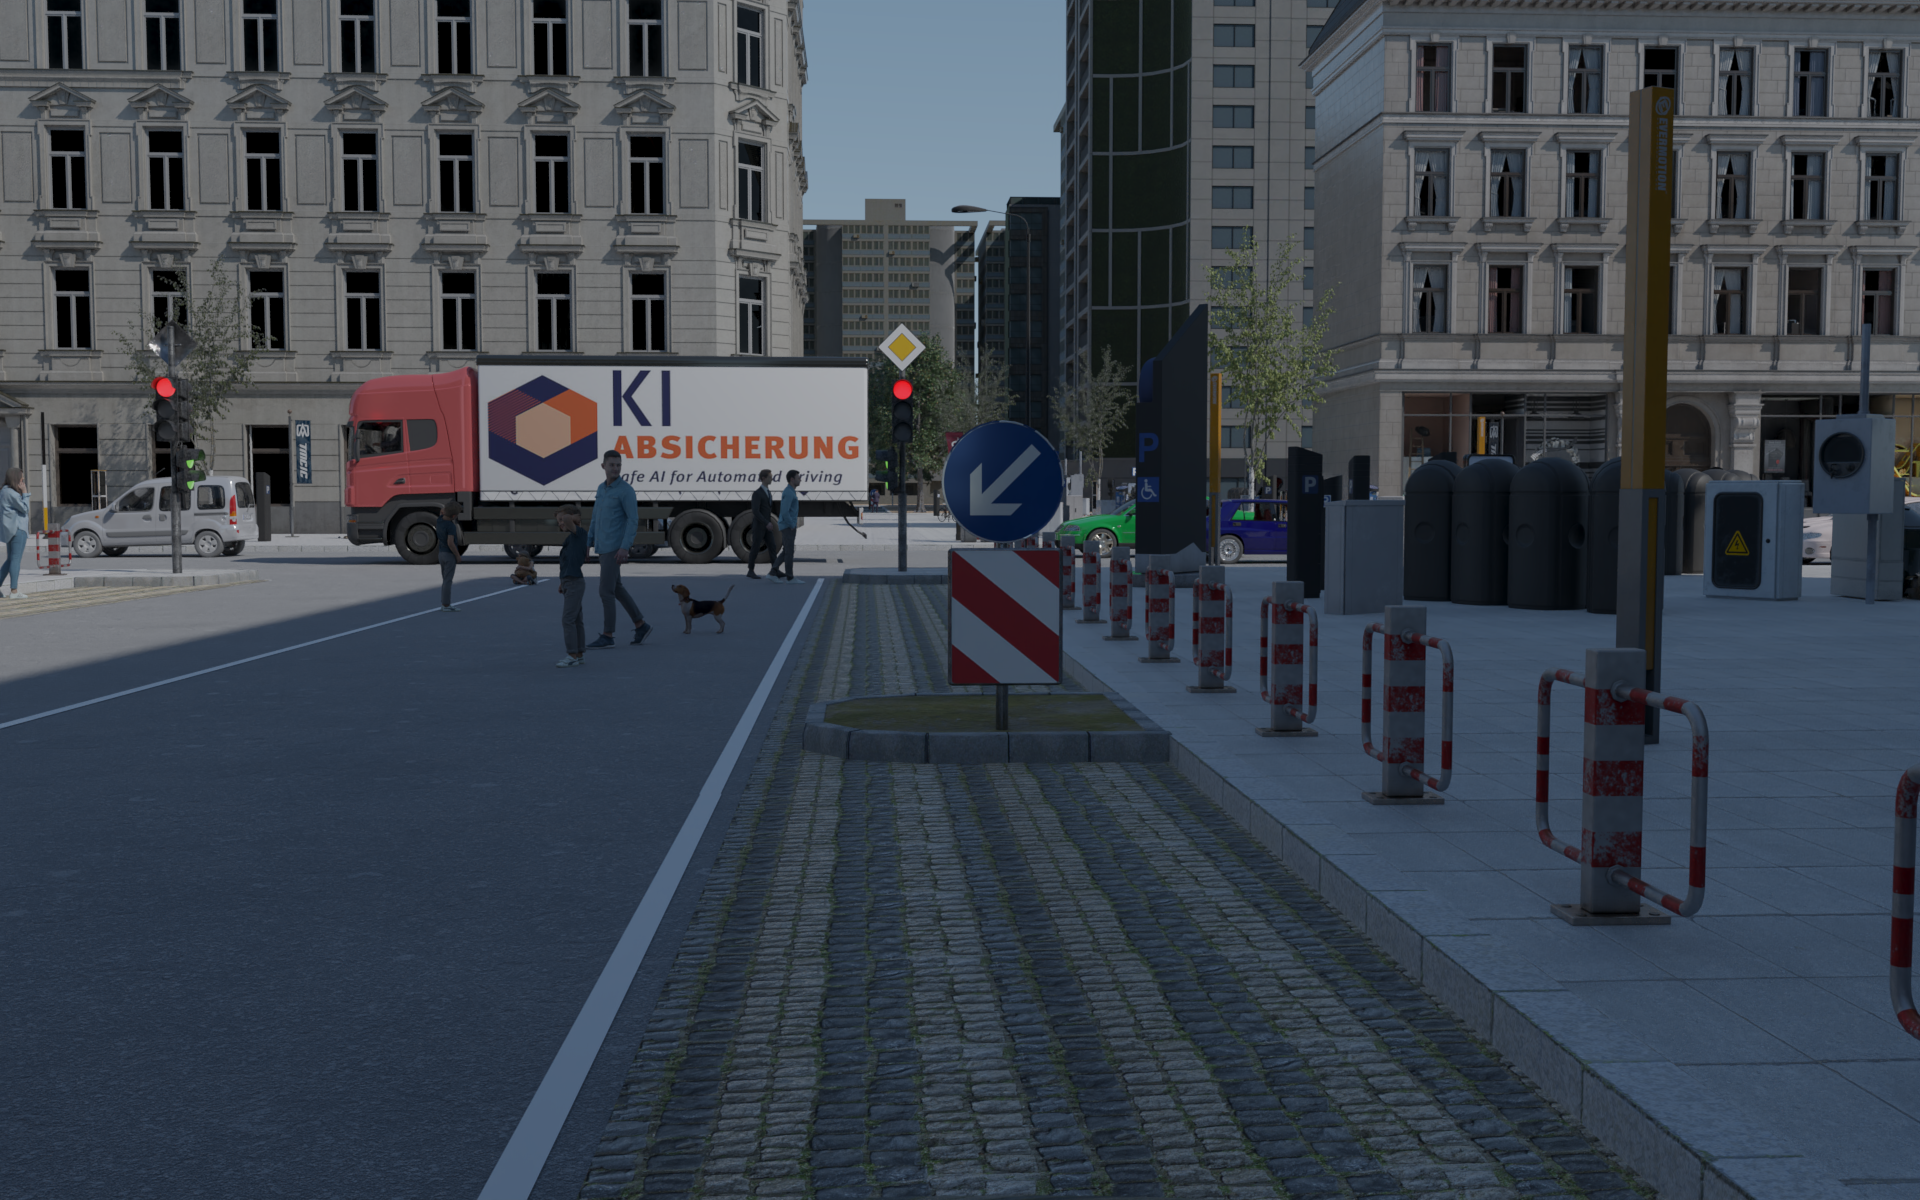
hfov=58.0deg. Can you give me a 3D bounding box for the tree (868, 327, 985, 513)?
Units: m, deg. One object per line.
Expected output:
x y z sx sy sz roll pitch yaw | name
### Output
-2.761 -12.368 119.218 9.611 12.733 9.660 0 3 0 | tree

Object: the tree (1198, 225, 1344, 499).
8.399 -5.994 48.362 4.737 8.622 4.395 0 3 0 | tree

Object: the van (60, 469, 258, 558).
-18.348 -1.997 39.659 4.112 2.044 2.013 0 4 -4 | van

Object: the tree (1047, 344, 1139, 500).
6.553 -8.211 84.613 4.360 8.622 3.978 0 3 0 | tree

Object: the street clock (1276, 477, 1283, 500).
13.721 -4.302 74.905 0.471 2.002 0.358 1 4 22 | street clock

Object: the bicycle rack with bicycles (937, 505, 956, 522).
0.700 -4.029 79.262 2.852 0.926 2.925 -2 4 -35 | bicycle rack with bicycles

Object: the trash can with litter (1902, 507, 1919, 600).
11.782 -0.607 21.318 0.624 1.170 1.055 0 4 -8 | trash can with litter

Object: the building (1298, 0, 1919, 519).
14.966 -12.880 61.493 40.483 20.767 10.553 0 4 -3 | building

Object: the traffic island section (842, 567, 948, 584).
-0.931 -0.393 28.713 2.009 0.180 2.903 0 4 -3 | traffic island section

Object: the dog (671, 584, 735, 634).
-2.643 0.090 17.823 0.406 0.507 0.540 2 4 33 | dog

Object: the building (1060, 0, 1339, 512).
16.906 -42.132 127.113 20.563 71.187 20.611 0 4 -3 | building

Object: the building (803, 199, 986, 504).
-9.961 -32.951 230.621 23.993 40.220 32.217 0 4 -3 | building

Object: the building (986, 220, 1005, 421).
14.561 -33.001 231.440 23.993 40.220 32.217 0 4 -3 | building

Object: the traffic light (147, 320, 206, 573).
-12.664 -2.387 27.945 0.839 4.253 0.868 0 4 -3 | traffic light

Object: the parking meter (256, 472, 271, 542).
-18.798 -2.510 46.758 0.255 1.863 0.399 0 4 -1 | parking meter

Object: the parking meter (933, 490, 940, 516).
-1.368 -5.657 100.899 0.372 1.533 0.369 0 3 0 | parking meter

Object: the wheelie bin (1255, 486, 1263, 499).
12.719 -3.914 71.895 0.980 1.594 0.693 -3 4 -37 | wheelie bin

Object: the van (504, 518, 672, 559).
-8.452 -1.955 38.974 4.112 2.044 2.013 0 4 -4 | van

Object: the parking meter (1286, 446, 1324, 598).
4.257 -0.957 21.356 0.399 1.863 0.255 -1 4 -20 | parking meter

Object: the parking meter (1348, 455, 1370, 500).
6.056 -1.260 26.316 0.255 1.863 0.399 0 4 0 | parking meter

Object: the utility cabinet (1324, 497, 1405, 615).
4.370 -0.463 18.732 1.020 1.237 0.306 -3 4 -39 | utility cabinet

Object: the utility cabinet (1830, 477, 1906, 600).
11.119 -0.766 21.209 0.318 1.500 1.173 0 4 1 | utility cabinet

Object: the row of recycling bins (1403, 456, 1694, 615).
6.469 -0.778 19.828 1.069 1.692 3.534 -2 4 -31 | row of recycling bins

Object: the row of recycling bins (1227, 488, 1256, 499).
17.706 -6.241 109.154 1.069 1.692 3.534 -1 4 -10 | row of recycling bins

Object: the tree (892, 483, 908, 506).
-7.111 -14.214 182.757 4.360 8.622 3.978 0 3 0 | tree

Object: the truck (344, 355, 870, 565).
-7.551 -2.893 36.221 11.283 4.237 2.839 0 4 -5 | truck

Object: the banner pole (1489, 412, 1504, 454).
16.423 -3.854 53.023 0.401 3.779 0.863 -1 4 -19 | banner pole

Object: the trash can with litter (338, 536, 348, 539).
-17.218 -2.401 50.314 1.678 1.210 2.233 0 4 4 | trash can with litter

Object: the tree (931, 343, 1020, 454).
0.725 -8.155 83.690 4.360 8.622 3.978 0 3 0 | tree

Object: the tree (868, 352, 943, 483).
-4.910 -14.915 150.519 9.857 13.997 8.962 0 3 0 | tree

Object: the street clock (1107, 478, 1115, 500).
7.016 -4.640 80.434 0.358 2.002 0.471 1 4 20 | street clock

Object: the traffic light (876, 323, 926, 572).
-0.971 -2.427 28.597 0.839 4.253 0.868 0 4 -3 | traffic light

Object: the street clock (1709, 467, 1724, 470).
19.996 -2.524 45.837 0.471 2.002 0.358 2 4 28 | street clock

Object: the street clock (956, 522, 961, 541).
-0.014 -2.638 47.709 0.358 2.002 0.471 -1 4 -10 | street clock

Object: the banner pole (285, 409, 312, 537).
-19.656 -3.759 51.476 0.863 3.779 0.401 -3 5 -44 | banner pole

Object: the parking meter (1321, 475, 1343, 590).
4.933 -0.906 23.229 0.372 1.533 0.369 0 3 0 | parking meter

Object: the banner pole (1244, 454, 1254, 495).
17.648 -7.097 106.059 0.863 3.779 0.401 2 4 35 | banner pole

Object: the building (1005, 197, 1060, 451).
11.269 -24.400 170.637 14.160 30.474 14.107 0 4 -3 | building

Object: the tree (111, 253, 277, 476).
-22.935 -6.232 52.254 4.360 8.622 3.978 0 3 0 | tree

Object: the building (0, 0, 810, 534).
-27.453 -17.474 62.117 44.131 29.872 17.030 0 4 -3 | building

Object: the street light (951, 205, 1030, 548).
0.559 -3.394 28.029 1.470 5.913 1.316 0 4 -3 | street light

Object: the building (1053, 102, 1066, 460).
21.661 -28.133 151.862 32.217 40.220 23.993 0 4 -3 | building

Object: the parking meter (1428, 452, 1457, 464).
6.732 -1.133 24.236 0.255 1.863 0.399 -1 4 -17 | parking meter

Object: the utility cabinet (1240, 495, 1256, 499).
13.966 -4.392 82.965 1.020 1.237 0.306 -1 4 -9 | utility cabinet

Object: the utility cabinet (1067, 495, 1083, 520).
5.025 -4.112 78.396 1.020 1.237 0.306 0 4 -5 | utility cabinet

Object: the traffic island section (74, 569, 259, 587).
-12.705 -0.355 28.078 2.009 0.180 2.903 0 4 -3 | traffic island section

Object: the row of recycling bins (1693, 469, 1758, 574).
12.140 -1.308 28.492 3.534 1.692 1.069 -3 5 -41 | row of recycling bins

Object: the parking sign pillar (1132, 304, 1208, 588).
2.960 -2.185 24.202 1.447 3.967 1.447 3 4 36 | parking sign pillar

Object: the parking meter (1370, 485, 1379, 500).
10.837 -2.277 45.635 0.372 1.533 0.369 0 3 0 | parking meter
